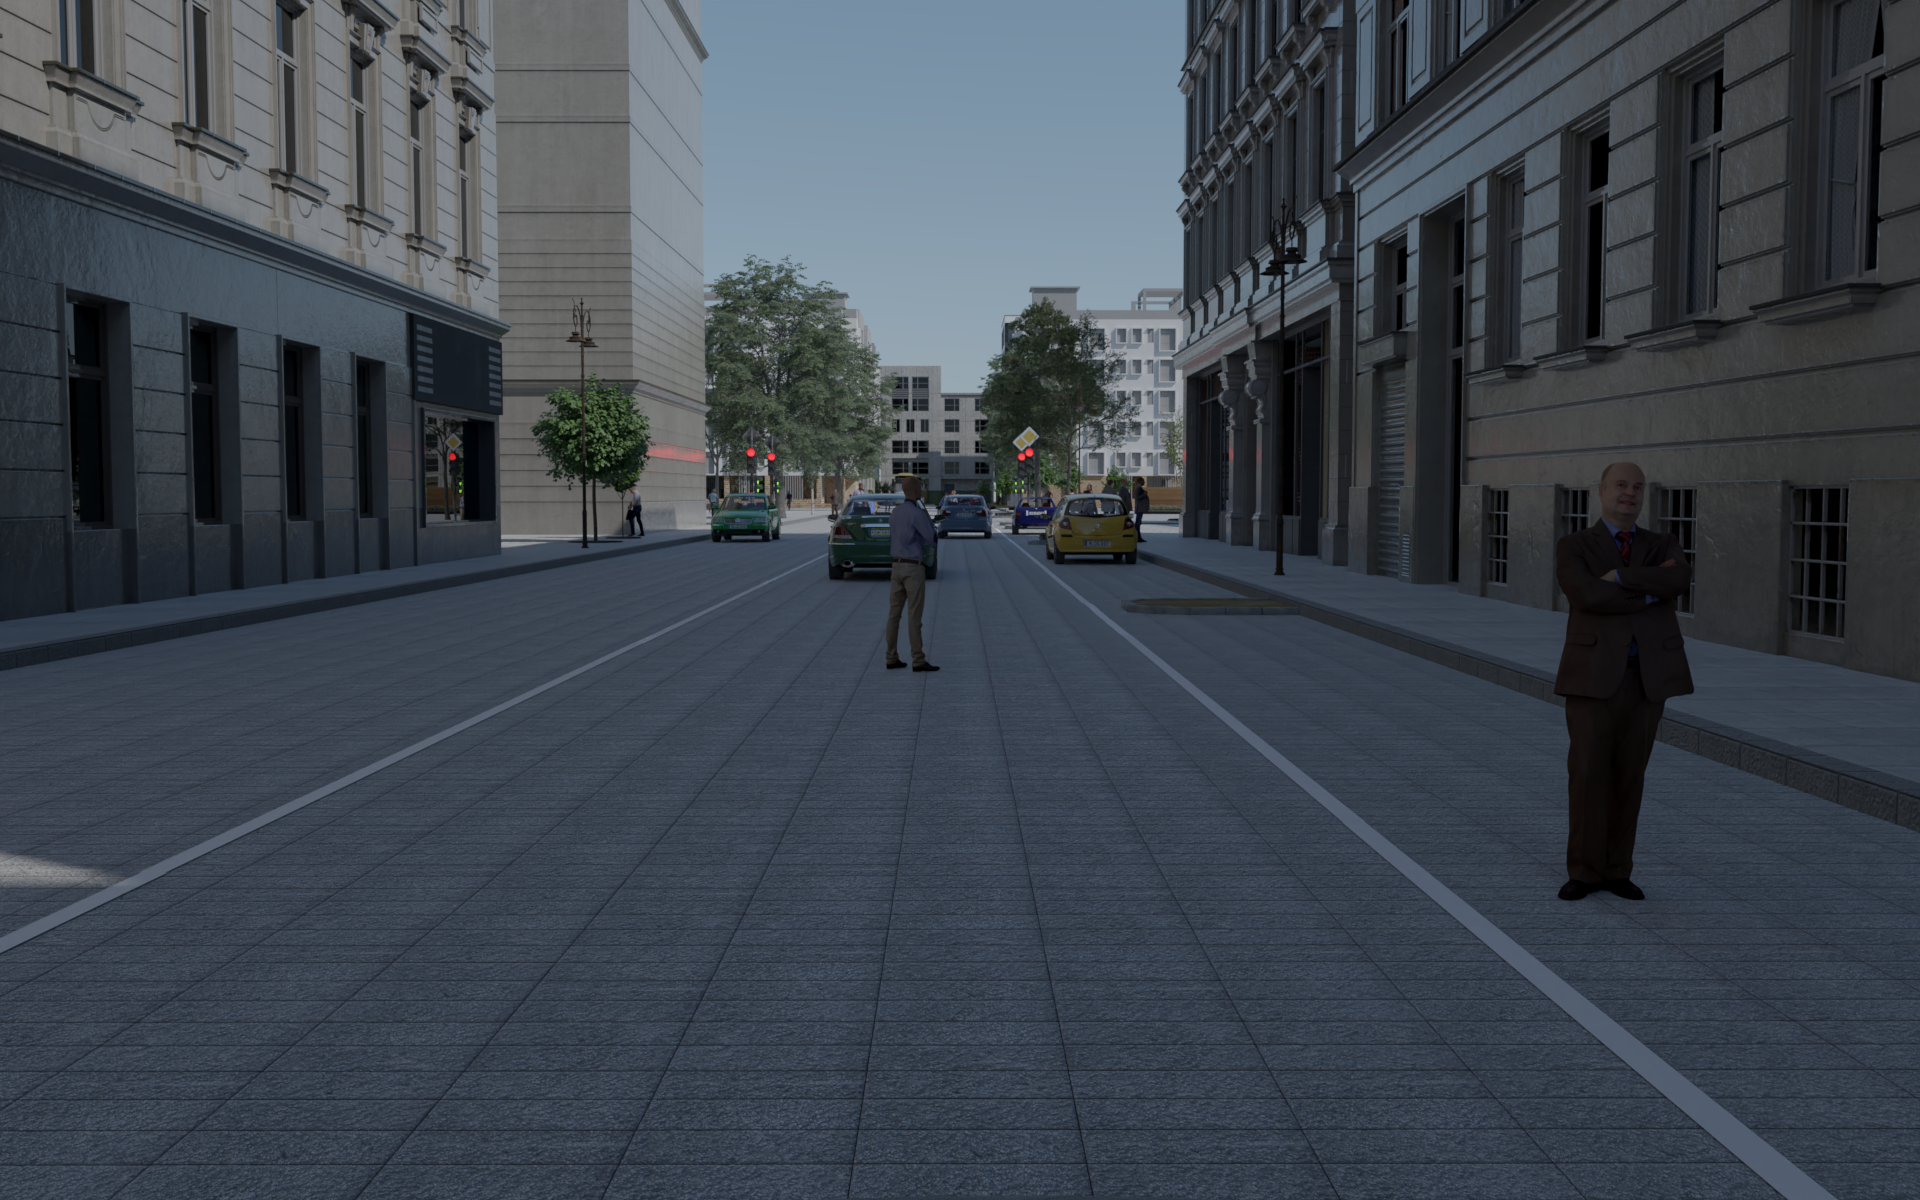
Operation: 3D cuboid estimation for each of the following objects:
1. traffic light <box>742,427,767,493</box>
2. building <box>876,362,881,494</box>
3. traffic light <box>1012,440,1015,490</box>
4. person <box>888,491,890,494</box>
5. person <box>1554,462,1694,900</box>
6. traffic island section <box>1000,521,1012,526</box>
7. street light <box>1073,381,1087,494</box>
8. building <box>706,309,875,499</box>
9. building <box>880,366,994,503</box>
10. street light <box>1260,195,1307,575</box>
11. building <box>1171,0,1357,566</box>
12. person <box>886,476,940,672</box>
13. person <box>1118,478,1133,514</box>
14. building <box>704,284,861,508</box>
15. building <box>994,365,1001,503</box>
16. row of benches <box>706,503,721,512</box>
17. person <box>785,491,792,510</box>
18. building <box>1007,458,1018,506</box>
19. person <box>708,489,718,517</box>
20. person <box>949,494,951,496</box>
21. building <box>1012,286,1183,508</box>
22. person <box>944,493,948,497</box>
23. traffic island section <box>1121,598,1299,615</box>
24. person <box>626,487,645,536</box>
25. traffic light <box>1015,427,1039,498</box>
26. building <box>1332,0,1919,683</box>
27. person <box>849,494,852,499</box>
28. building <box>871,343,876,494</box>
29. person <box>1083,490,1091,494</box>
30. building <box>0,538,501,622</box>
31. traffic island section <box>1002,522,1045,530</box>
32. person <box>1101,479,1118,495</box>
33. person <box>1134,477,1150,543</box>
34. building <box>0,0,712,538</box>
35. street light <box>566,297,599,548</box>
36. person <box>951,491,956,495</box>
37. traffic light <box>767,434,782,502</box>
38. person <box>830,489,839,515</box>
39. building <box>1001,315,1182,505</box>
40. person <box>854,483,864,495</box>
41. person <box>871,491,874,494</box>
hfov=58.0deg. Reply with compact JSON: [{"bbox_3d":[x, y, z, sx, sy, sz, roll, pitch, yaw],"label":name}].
[{"bbox_3d":[-8.540,-5.013,71.214,0.839,4.213,0.868,0,4,0],"label":"traffic light"},{"bbox_3d":[-16.034,-22.385,222.407,11.380,20.091,16.016,0,4,0],"label":"building"},{"bbox_3d":[2.794,-5.505,79.253,0.839,4.213,0.868,0,4,0],"label":"traffic light"},{"bbox_3d":[-5.708,-7.908,138.730,0.756,1.711,0.436,1,4,8],"label":"person"},{"bbox_3d":[2.359,0.283,6.145,0.482,1.546,0.388,1,4,10],"label":"person"},{"bbox_3d":[2.834,-3.491,79.366,2.009,0.180,2.903,0,4,0],"label":"traffic island section"},{"bbox_3d":[4.888,-6.001,70.910,0.468,5.910,1.993,0,4,0],"label":"street light"},{"bbox_3d":[-18.064,-19.280,181.677,16.747,18.905,31.486,0,4,0],"label":"building"},{"bbox_3d":[-11.094,-23.286,247.175,31.486,18.905,16.747,0,4,0],"label":"building"},{"bbox_3d":[5.049,-3.328,27.197,0.468,5.910,1.993,0,4,0],"label":"street light"},{"bbox_3d":[10.997,-12.177,50.008,10.553,20.767,40.483,0,4,0],"label":"building"},{"bbox_3d":[-0.403,-0.216,14.089,0.319,1.574,0.516,-3,4,-38],"label":"person"},{"bbox_3d":[5.036,-2.811,52.561,0.434,1.755,0.990,2,4,25],"label":"person"},{"bbox_3d":[-17.086,-18.581,160.221,16.016,20.091,11.380,0,4,0],"label":"building"},{"bbox_3d":[10.696,-23.837,246.152,11.380,20.091,16.016,0,4,0],"label":"building"},{"bbox_3d":[-19.105,-6.731,125.514,4.104,0.672,1.422,2,4,33],"label":"row of benches"},{"bbox_3d":[-13.741,-7.979,138.708,0.569,1.553,0.471,0,4,0],"label":"person"},{"bbox_3d":[9.819,-14.754,183.373,9.099,9.664,28.070,0,4,0],"label":"building"},{"bbox_3d":[-12.626,-4.911,88.551,0.499,1.552,0.429,3,5,44],"label":"person"},{"bbox_3d":[-0.510,-5.826,106.984,0.421,1.427,0.697,-2,4,-23],"label":"person"},{"bbox_3d":[12.986,-18.774,163.376,16.016,20.091,11.380,0,4,0],"label":"building"},{"bbox_3d":[-1.023,-7.119,127.369,0.387,1.526,0.523,-1,4,-11],"label":"person"},{"bbox_3d":[3.022,0.084,21.485,1.991,0.108,1.994,0,4,0],"label":"traffic island section"},{"bbox_3d":[-9.885,-2.717,52.686,0.590,1.554,0.614,-1,4,-16],"label":"person"},{"bbox_3d":[2.821,-5.017,71.268,0.839,4.213,0.868,0,4,0],"label":"traffic light"},{"bbox_3d":[13.753,-11.045,13.875,16.112,22.955,30.059,0,4,0],"label":"building"},{"bbox_3d":[-6.252,-5.514,101.838,0.799,1.438,0.628,1,4,16],"label":"person"},{"bbox_3d":[-18.396,-21.200,203.031,16.016,20.091,11.380,0,4,0],"label":"building"},{"bbox_3d":[3.198,-1.944,42.751,0.523,1.526,0.387,0,4,-6],"label":"person"},{"bbox_3d":[-17.518,-14.692,16.636,17.030,29.872,44.131,0,4,0],"label":"building"},{"bbox_3d":[2.861,-3.003,71.381,2.009,0.180,2.903,0,4,0],"label":"traffic island section"},{"bbox_3d":[5.018,-3.077,56.889,0.617,1.759,0.750,3,5,43],"label":"person"},{"bbox_3d":[4.816,-2.382,45.818,0.431,1.722,0.655,1,4,12],"label":"person"},{"bbox_3d":[-31.694,-17.431,61.406,44.131,29.872,17.030,0,4,0],"label":"building"},{"bbox_3d":[-8.894,-4.166,40.903,0.468,5.910,1.993,0,4,0],"label":"street light"},{"bbox_3d":[-0.263,-3.627,69.865,0.319,1.574,0.516,0,4,2],"label":"person"},{"bbox_3d":[-8.567,-5.502,79.199,0.839,4.213,0.868,0,4,0],"label":"traffic light"},{"bbox_3d":[-7.629,-5.850,104.835,0.600,1.739,0.565,1,4,17],"label":"person"},{"bbox_3d":[18.980,-22.631,213.984,27.936,21.610,32.646,0,4,0],"label":"building"},{"bbox_3d":[-3.596,-3.387,63.753,0.599,1.838,0.709,3,4,38],"label":"person"},{"bbox_3d":[-7.552,-8.556,149.055,0.551,1.740,0.621,-1,4,-12],"label":"person"}]
